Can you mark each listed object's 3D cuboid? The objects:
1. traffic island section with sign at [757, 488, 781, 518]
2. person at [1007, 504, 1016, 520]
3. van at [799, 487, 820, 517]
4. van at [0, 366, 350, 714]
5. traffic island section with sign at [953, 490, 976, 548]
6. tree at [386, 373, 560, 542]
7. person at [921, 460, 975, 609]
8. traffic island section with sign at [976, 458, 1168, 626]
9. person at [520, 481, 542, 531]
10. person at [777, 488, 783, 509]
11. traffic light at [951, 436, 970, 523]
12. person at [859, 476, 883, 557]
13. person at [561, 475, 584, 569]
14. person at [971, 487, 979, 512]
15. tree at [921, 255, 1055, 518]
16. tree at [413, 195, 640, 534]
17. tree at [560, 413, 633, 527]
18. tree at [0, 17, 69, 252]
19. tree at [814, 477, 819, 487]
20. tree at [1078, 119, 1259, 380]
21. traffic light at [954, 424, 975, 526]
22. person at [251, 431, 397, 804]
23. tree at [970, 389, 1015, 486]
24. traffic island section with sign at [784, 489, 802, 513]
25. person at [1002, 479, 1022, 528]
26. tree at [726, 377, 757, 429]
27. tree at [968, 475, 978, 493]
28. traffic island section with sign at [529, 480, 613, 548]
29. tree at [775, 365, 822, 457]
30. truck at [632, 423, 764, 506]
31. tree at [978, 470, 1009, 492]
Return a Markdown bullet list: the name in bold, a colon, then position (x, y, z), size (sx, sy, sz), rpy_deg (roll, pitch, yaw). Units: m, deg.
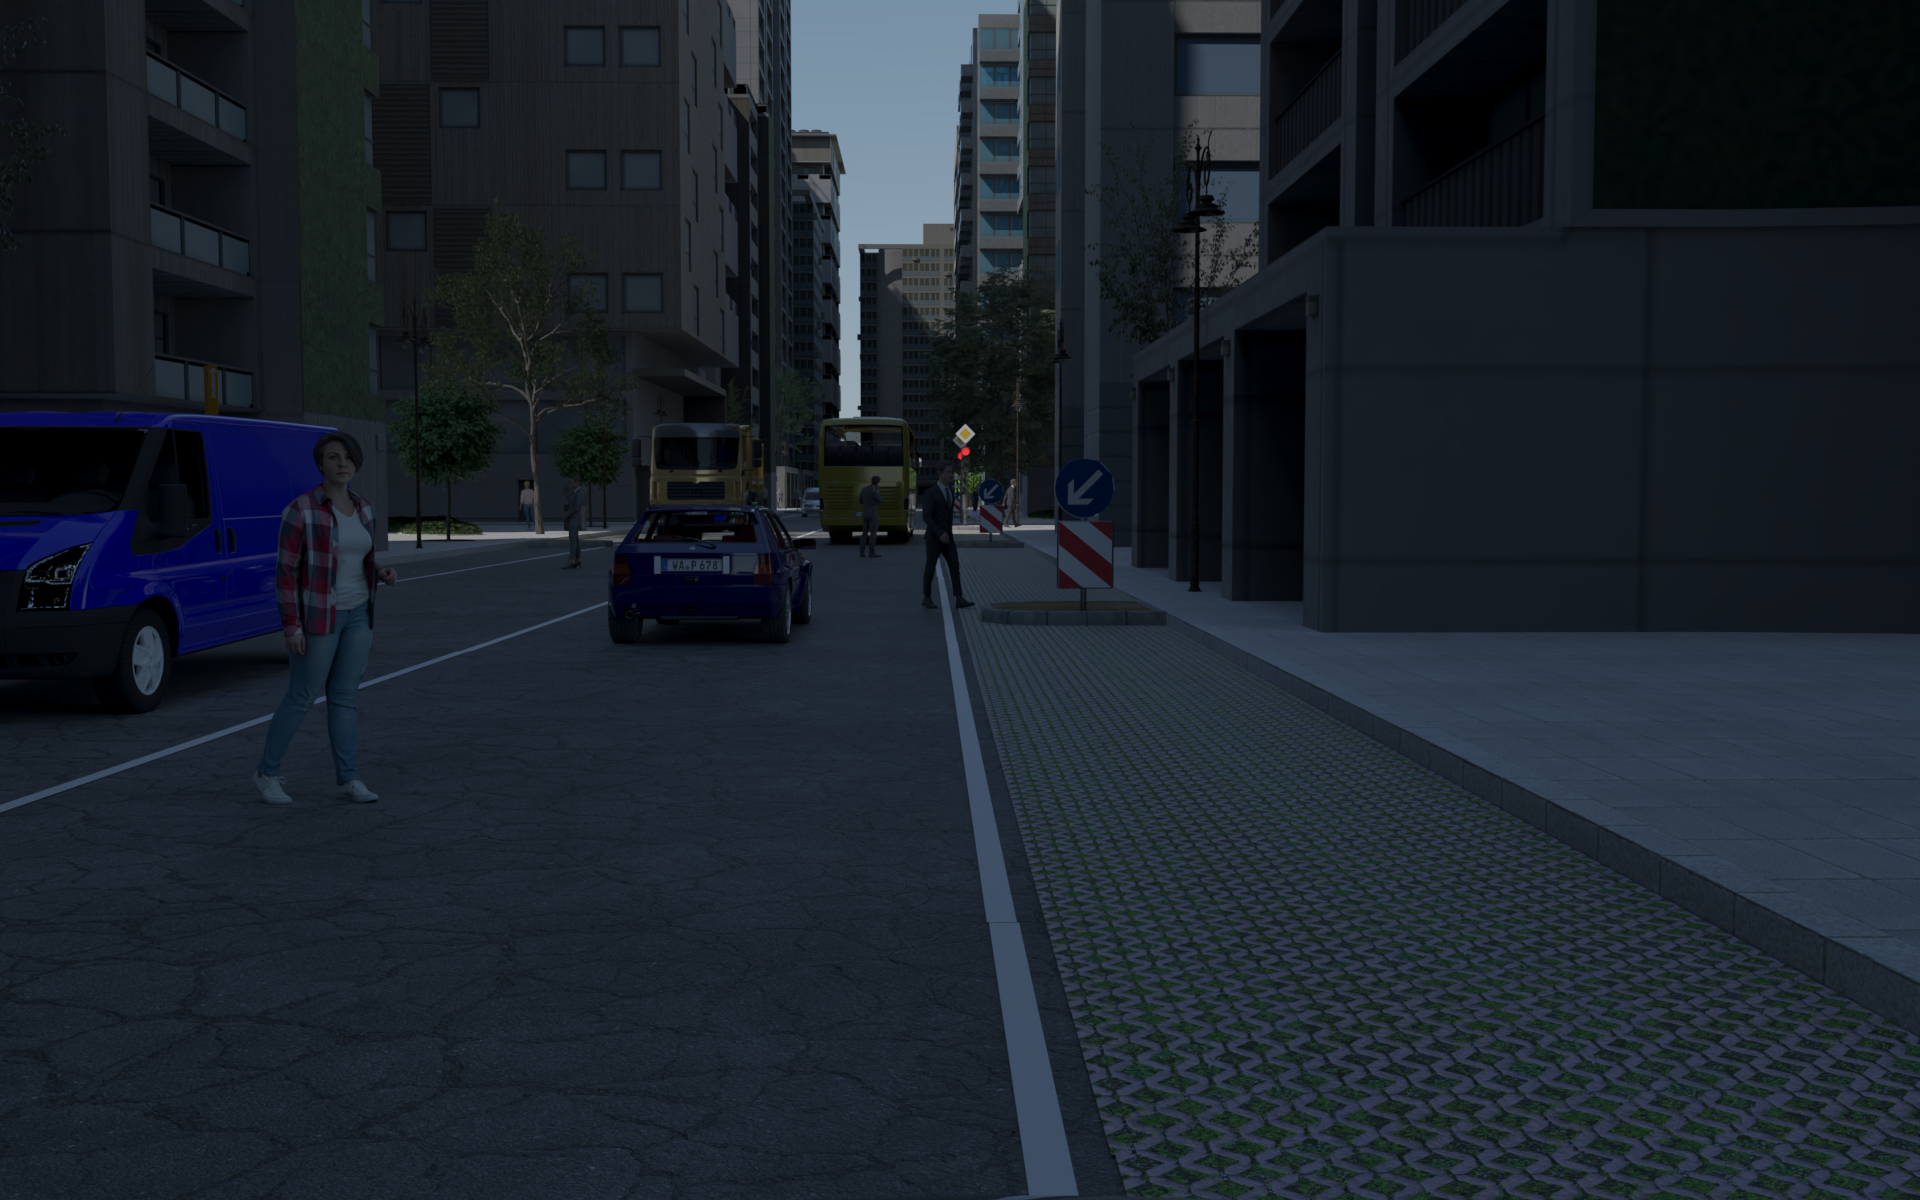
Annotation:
- **traffic island section with sign**: position (-11.623, -5.732, 102.344), size (1.989, 1.847, 2.006), rpy_deg (0, 4, -1)
- **person**: position (2.654, -4.653, 87.132), size (0.505, 1.210, 0.382), rpy_deg (-2, 4, -31)
- **van**: position (-9.001, -6.181, 108.065), size (2.013, 2.044, 4.112), rpy_deg (0, 4, -2)
- **van**: position (-6.273, -0.530, 13.048), size (2.240, 2.365, 5.245), rpy_deg (0, 4, -1)
- **traffic island section with sign**: position (0.697, -2.323, 46.615), size (1.989, 1.847, 2.006), rpy_deg (0, 4, -1)
- **tree**: position (-14.076, -3.888, 47.289), size (4.285, 4.588, 4.351), rpy_deg (0, 3, 0)
- **person**: position (-0.170, -0.815, 21.597), size (0.755, 1.850, 0.659), rpy_deg (3, 5, 42)
- **traffic island section with sign**: position (1.237, -0.675, 19.665), size (1.989, 1.847, 2.006), rpy_deg (0, 4, -1)
- **person**: position (-14.943, -3.291, 60.516), size (0.598, 1.740, 0.731), rpy_deg (3, 5, 43)
- **person**: position (-15.644, -8.802, 150.051), size (0.694, 1.812, 0.767), rpy_deg (0, 4, -1)
- **traffic light**: position (0.039, -5.417, 77.486), size (0.839, 4.253, 0.868), rpy_deg (0, 4, -1)
- **person**: position (-2.011, -1.895, 39.296), size (0.655, 1.846, 0.447), rpy_deg (3, 5, 41)
- **person**: position (-7.498, -1.501, 33.318), size (0.573, 1.790, 0.520), rpy_deg (-3, 4, -36)
- **person**: position (1.098, -7.188, 123.988), size (0.576, 1.772, 0.534), rpy_deg (-2, 4, -34)
- **tree**: position (2.086, -11.448, 93.828), size (9.857, 13.997, 8.962), rpy_deg (0, 3, 0)
- **tree**: position (-13.750, -7.373, 54.959), size (7.601, 10.594, 8.767), rpy_deg (-1, 4, -12)
- **tree**: position (-14.412, -5.147, 67.865), size (4.285, 4.588, 4.351), rpy_deg (0, 3, 0)
- **tree**: position (-13.778, -4.392, 22.176), size (4.360, 8.622, 3.978), rpy_deg (0, 3, 0)
- **tree**: position (-16.172, -12.338, 196.334), size (1.663, 3.219, 1.824), rpy_deg (0, 3, 0)
- **tree**: position (4.328, -5.136, 34.343), size (4.360, 8.622, 3.978), rpy_deg (0, 3, 0)
- **traffic light**: position (0.198, -4.929, 69.502), size (0.839, 4.253, 0.868), rpy_deg (0, 4, -1)
- **person**: position (-2.950, 0.078, 8.057), size (0.643, 1.720, 0.563), rpy_deg (2, 4, 29)
- **tree**: position (2.017, -10.235, 117.702), size (4.360, 8.622, 3.978), rpy_deg (0, 3, 0)
- **traffic island section with sign**: position (-12.181, -7.441, 130.291), size (1.989, 1.847, 2.006), rpy_deg (0, 4, -1)
- **person**: position (2.026, -3.701, 66.337), size (0.755, 1.850, 0.659), rpy_deg (-1, 4, -11)
- **tree**: position (-14.877, -9.717, 109.229), size (4.737, 8.622, 4.395), rpy_deg (0, 3, 0)
- **tree**: position (1.504, -9.867, 155.927), size (1.663, 3.219, 1.824), rpy_deg (0, 3, 0)
- **traffic island section with sign**: position (-10.537, -2.359, 47.191), size (1.989, 1.847, 2.006), rpy_deg (0, 4, -1)
- **tree**: position (-15.017, -12.885, 136.431), size (9.928, 11.665, 9.643), rpy_deg (0, 3, 0)
- **truck**: position (-7.222, -3.305, 49.969), size (3.469, 3.379, 9.791), rpy_deg (0, 4, -3)
- **tree**: position (2.387, -7.041, 109.720), size (1.663, 3.219, 1.824), rpy_deg (0, 3, 0)
